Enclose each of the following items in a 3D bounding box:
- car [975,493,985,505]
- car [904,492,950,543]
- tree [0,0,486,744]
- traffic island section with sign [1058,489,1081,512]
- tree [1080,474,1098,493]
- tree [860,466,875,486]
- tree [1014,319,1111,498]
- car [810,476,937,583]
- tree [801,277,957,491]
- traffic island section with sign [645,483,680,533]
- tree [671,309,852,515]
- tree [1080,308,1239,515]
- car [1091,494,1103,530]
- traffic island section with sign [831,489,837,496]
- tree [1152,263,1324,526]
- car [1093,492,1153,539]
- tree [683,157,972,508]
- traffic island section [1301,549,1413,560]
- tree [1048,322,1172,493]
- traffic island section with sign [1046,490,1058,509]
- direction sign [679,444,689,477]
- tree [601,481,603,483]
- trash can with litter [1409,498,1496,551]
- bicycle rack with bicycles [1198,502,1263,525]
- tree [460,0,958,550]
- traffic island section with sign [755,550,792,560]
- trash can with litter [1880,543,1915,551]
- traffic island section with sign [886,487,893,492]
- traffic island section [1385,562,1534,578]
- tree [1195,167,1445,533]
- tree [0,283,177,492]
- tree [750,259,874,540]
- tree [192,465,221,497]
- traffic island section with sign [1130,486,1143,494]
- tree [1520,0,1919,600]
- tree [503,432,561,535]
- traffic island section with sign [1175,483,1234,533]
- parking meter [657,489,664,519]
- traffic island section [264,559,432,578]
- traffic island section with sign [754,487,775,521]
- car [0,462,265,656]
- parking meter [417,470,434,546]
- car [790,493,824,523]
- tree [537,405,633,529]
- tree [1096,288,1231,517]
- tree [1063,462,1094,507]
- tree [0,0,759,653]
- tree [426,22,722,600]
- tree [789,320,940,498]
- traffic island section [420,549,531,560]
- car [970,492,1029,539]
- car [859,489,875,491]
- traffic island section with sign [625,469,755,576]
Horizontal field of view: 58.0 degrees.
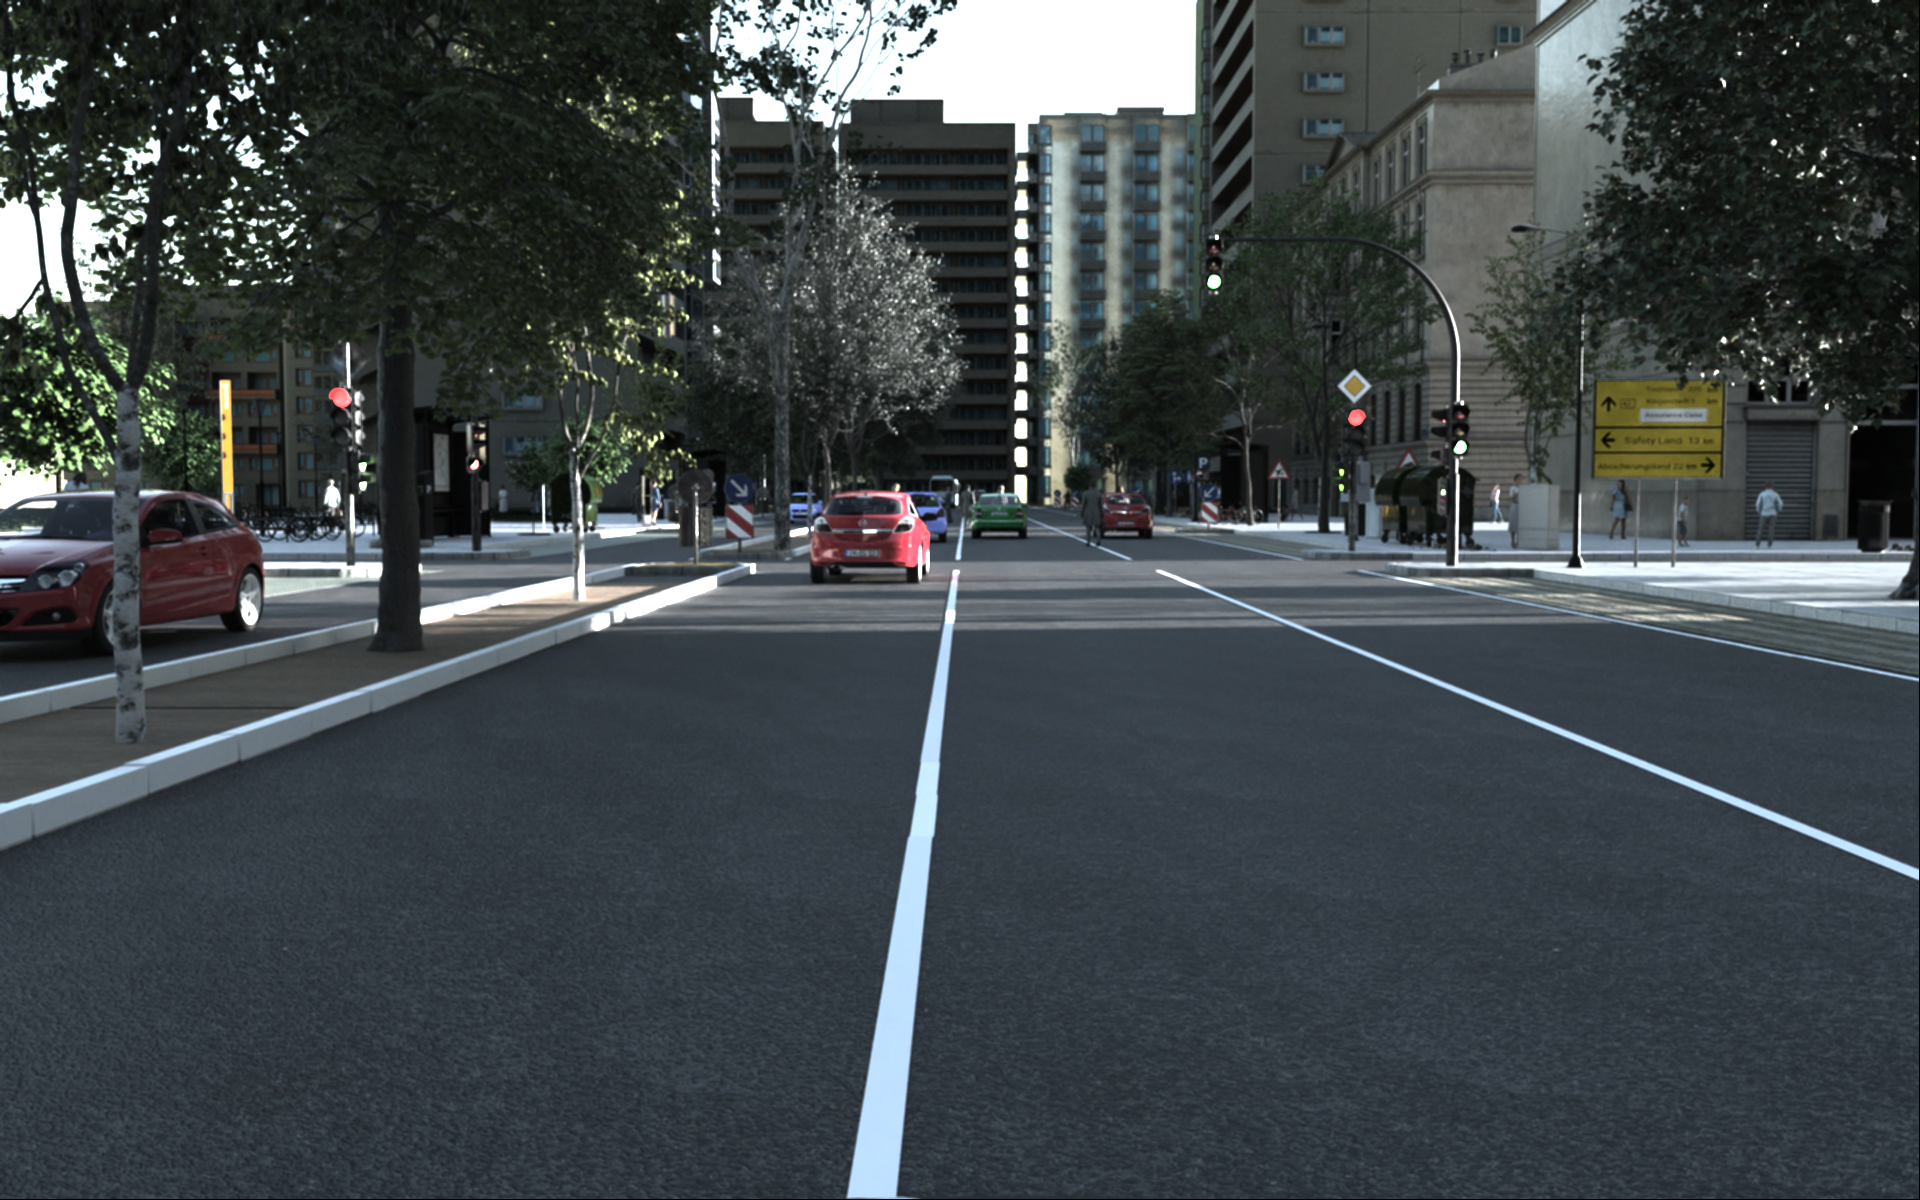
[{"bbox_3d":[1.667,-5.044,91.508,2.155,1.783,4.494,0,4,0],"label":"car"},{"bbox_3d":[-1.254,-2.616,52.368,1.945,1.707,3.694,0,4,-1],"label":"car"},{"bbox_3d":[-4.775,-3.493,9.924,4.360,8.622,3.978,0,3,0],"label":"tree"},{"bbox_3d":[9.228,-8.099,141.054,1.989,1.847,2.006,0,4,0],"label":"traffic island section with sign"},{"bbox_3d":[12.403,-10.635,168.477,1.663,3.219,1.824,0,3,0],"label":"tree"},{"bbox_3d":[-13.479,-16.681,189.745,9.611,12.733,9.660,0,3,0],"label":"tree"},{"bbox_3d":[11.156,-20.468,190.532,12.611,20.169,13.585,0,3,0],"label":"tree"},{"bbox_3d":[-1.477,-1.243,29.359,2.155,1.783,4.494,0,4,1],"label":"car"},{"bbox_3d":[-4.536,-11.402,95.529,9.857,13.997,8.962,0,3,0],"label":"tree"},{"bbox_3d":[-10.487,-3.382,63.916,1.989,1.847,2.006,0,4,0],"label":"traffic island section with sign"},{"bbox_3d":[-13.169,-11.661,107.672,9.611,12.733,9.660,0,3,0],"label":"tree"},{"bbox_3d":[12.292,-11.583,106.385,9.611,12.733,9.660,0,3,0],"label":"tree"},{"bbox_3d":[5.997,-3.526,67.879,2.015,1.641,3.980,0,4,0],"label":"car"},{"bbox_3d":[-10.203,-8.084,140.794,1.989,1.847,2.006,0,4,0],"label":"traffic island section with sign"},{"bbox_3d":[11.543,-8.321,70.455,7.601,10.594,8.767,1,4,22],"label":"tree"},{"bbox_3d":[5.335,-2.944,57.182,2.155,1.783,4.494,0,4,2],"label":"car"},{"bbox_3d":[-4.824,-9.185,62.995,12.009,13.543,11.850,0,3,0],"label":"tree"},{"bbox_3d":[8.832,-1.020,38.957,2.009,0.180,2.903,0,4,0],"label":"traffic island section"},{"bbox_3d":[11.288,-13.014,123.156,12.009,13.543,11.850,0,3,0],"label":"tree"},{"bbox_3d":[9.339,-9.779,168.508,1.989,1.847,2.006,0,4,0],"label":"traffic island section with sign"},{"bbox_3d":[-12.664,-5.348,79.443,0.379,3.537,0.876,1,4,19],"label":"direction sign"},{"bbox_3d":[-22.137,-6.660,103.492,1.663,3.219,1.824,0,3,0],"label":"tree"},{"bbox_3d":[11.539,-1.771,40.020,1.678,1.210,2.233,-1,4,-14],"label":"trash can with litter"},{"bbox_3d":[11.568,-3.705,73.956,2.925,0.926,2.852,-1,4,-14],"label":"bicycle rack with bicycles"},{"bbox_3d":[-5.754,-11.390,44.577,12.611,20.169,13.585,0,3,0],"label":"tree"},{"bbox_3d":[-4.834,-1.867,38.669,2.006,1.907,1.989,0,4,0],"label":"traffic island section with sign"},{"bbox_3d":[21.729,-1.723,39.226,1.678,1.210,2.233,-1,4,-9],"label":"trash can with litter"},{"bbox_3d":[-4.558,-6.463,113.807,2.006,1.907,1.989,0,4,0],"label":"traffic island section with sign"},{"bbox_3d":[8.802,-0.532,30.972,2.009,0.180,2.903,0,4,0],"label":"traffic island section"},{"bbox_3d":[11.791,-8.003,56.602,9.928,11.665,9.643,0,3,0],"label":"tree"},{"bbox_3d":[-14.097,-2.642,26.905,4.285,4.588,4.351,0,3,0],"label":"tree"},{"bbox_3d":[-4.696,-6.180,53.868,4.360,8.622,3.978,0,3,0],"label":"tree"},{"bbox_3d":[-42.862,-6.384,98.982,1.663,3.219,1.824,0,3,0],"label":"tree"},{"bbox_3d":[9.031,-5.008,90.510,1.989,1.847,2.006,0,4,0],"label":"traffic island section with sign"},{"bbox_3d":[11.829,-6.354,20.891,9.611,12.733,9.660,0,3,0],"label":"tree"},{"bbox_3d":[-13.471,-3.638,54.075,1.663,3.219,1.824,0,3,0],"label":"tree"},{"bbox_3d":[8.931,-3.359,63.555,1.989,1.847,2.006,0,4,0],"label":"traffic island section with sign"},{"bbox_3d":[-15.145,-4.838,87.517,0.372,1.533,0.369,0,3,0],"label":"parking meter"},{"bbox_3d":[-10.939,-0.536,31.051,2.009,0.180,2.903,0,4,0],"label":"traffic island section"},{"bbox_3d":[-10.382,-5.056,91.296,1.989,1.847,2.006,0,4,0],"label":"traffic island section with sign"},{"bbox_3d":[-8.340,-0.469,16.707,2.155,1.783,4.494,0,4,1],"label":"car"},{"bbox_3d":[-13.162,-2.255,42.574,0.255,1.863,0.399,1,4,19],"label":"parking meter"},{"bbox_3d":[-7.564,-4.537,83.776,1.945,1.707,3.694,0,4,0],"label":"car"},{"bbox_3d":[-13.889,-4.904,63.902,4.285,4.588,4.351,0,3,0],"label":"tree"},{"bbox_3d":[11.406,-10.889,96.166,7.486,12.596,7.792,0,3,0],"label":"tree"},{"bbox_3d":[11.970,-11.746,175.754,4.285,4.588,4.351,0,3,0],"label":"tree"},{"bbox_3d":[-5.210,-5.825,15.817,7.486,12.596,7.792,0,3,0],"label":"tree"},{"bbox_3d":[-5.077,-4.277,22.745,4.737,8.622,4.395,0,3,0],"label":"tree"},{"bbox_3d":[-5.099,-9.144,86.369,8.767,10.594,7.601,0,4,0],"label":"tree"},{"bbox_3d":[-10.909,-1.025,39.036,2.009,0.180,2.903,0,4,0],"label":"traffic island section"},{"bbox_3d":[1.306,-2.952,57.062,1.959,1.807,4.718,0,4,2],"label":"car"},{"bbox_3d":[-6.875,-7.439,130.298,2.281,1.827,5.304,0,4,2],"label":"car"},{"bbox_3d":[-4.872,-1.414,31.262,2.006,1.907,1.989,0,4,0],"label":"traffic island section with sign"}]
